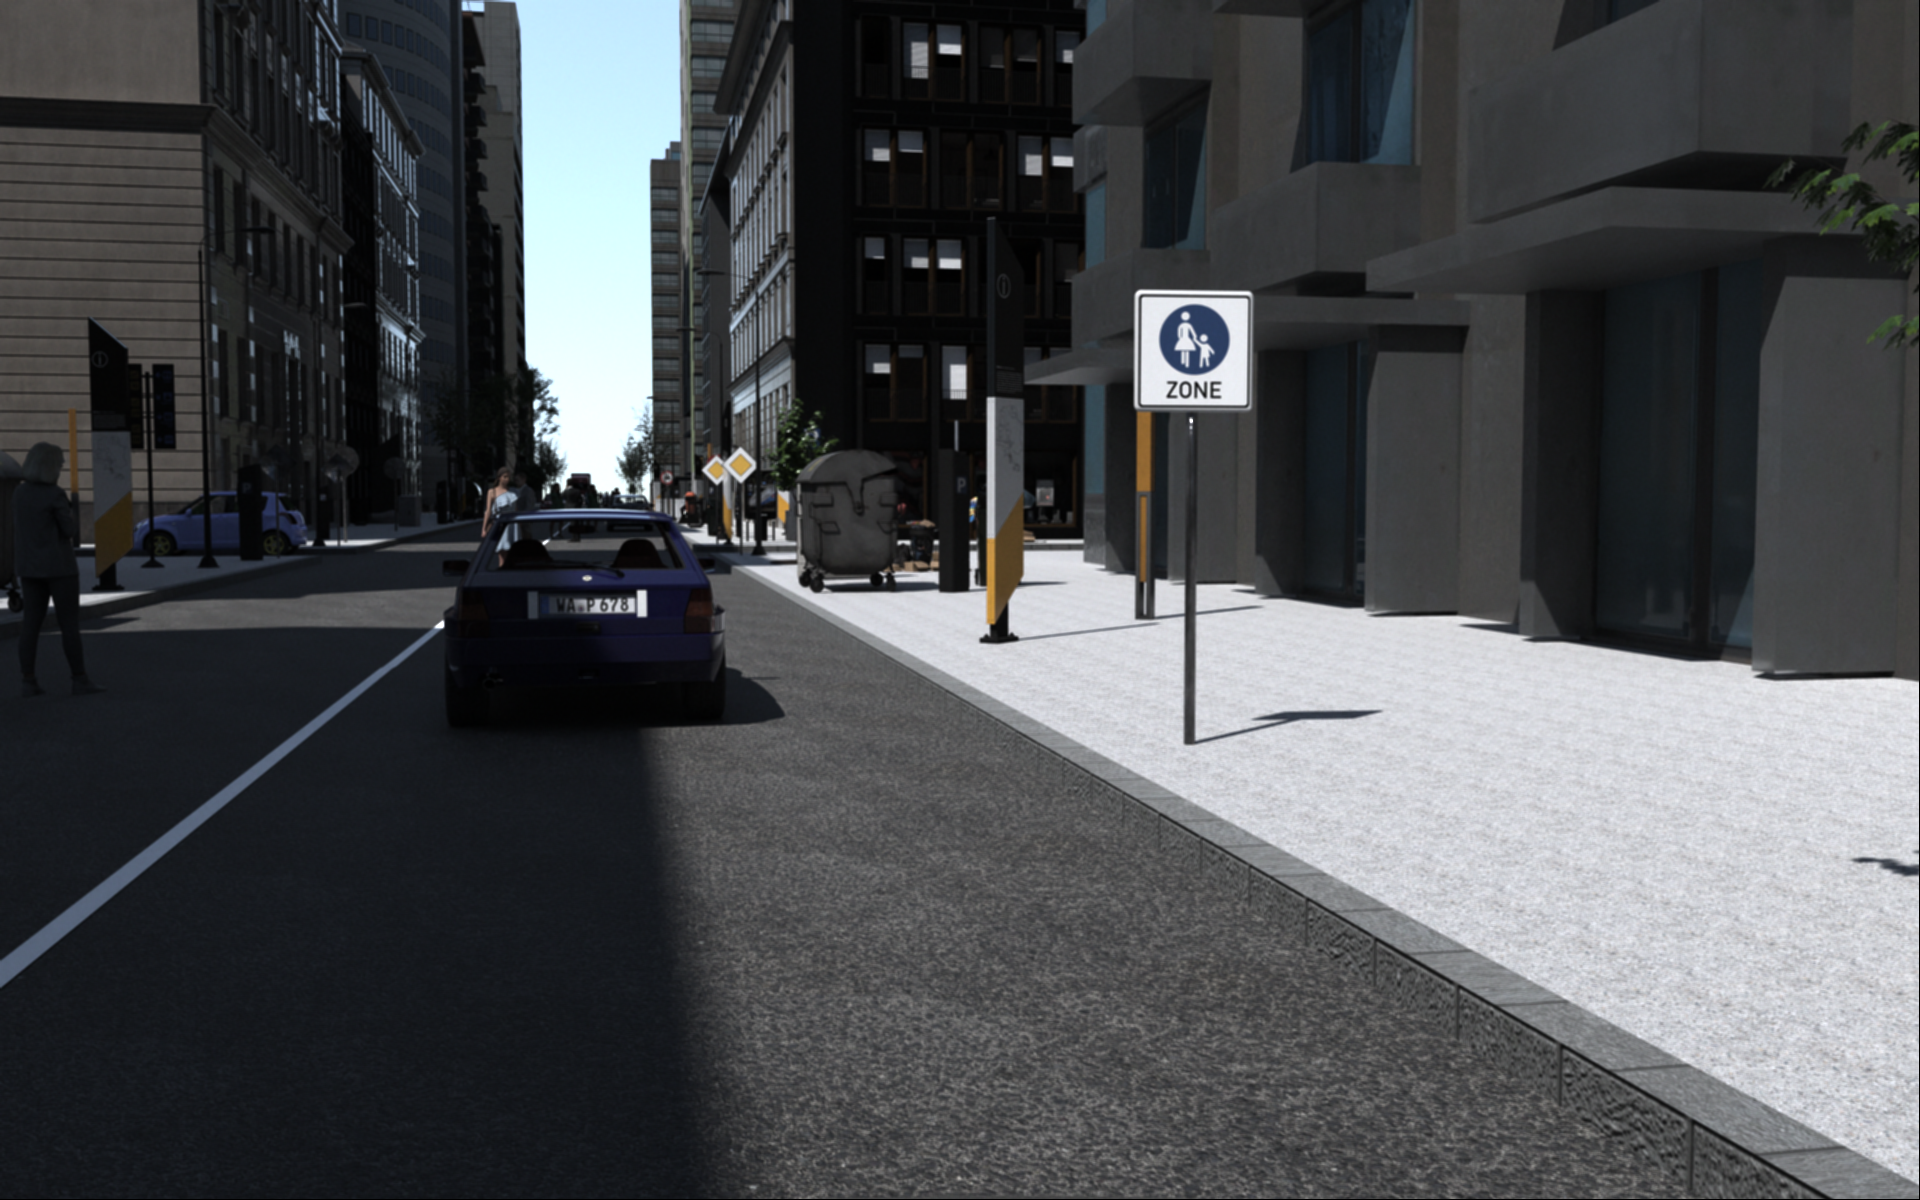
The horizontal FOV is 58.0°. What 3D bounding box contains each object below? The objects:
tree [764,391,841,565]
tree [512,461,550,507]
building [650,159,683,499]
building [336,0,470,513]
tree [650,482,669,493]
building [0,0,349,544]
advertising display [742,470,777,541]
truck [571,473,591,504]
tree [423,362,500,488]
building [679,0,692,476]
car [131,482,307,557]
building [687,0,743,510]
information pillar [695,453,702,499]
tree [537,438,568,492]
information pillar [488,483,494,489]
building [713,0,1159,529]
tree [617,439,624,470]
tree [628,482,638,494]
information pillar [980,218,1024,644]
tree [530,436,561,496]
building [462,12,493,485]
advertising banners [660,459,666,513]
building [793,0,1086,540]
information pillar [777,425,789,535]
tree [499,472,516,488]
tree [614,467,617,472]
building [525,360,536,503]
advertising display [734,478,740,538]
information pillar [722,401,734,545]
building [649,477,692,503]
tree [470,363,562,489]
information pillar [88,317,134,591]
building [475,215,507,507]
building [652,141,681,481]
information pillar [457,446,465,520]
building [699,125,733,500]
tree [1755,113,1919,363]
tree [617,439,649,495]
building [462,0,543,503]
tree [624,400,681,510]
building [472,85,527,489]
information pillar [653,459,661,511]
[{"bbox_3d":[-3.061,-2.275,31.795,1.663,3.219,1.824,0,3,0],"label":"tree"},{"bbox_3d":[-43.694,-11.865,177.712,4.285,4.588,4.351,0,3,0],"label":"tree"},{"bbox_3d":[-31.229,-32.507,215.085,14.154,41.232,14.086,-1,4,-12],"label":"building"},{"bbox_3d":[-47.970,-35.704,125.758,21.231,58.520,28.212,-1,4,-12],"label":"building"},{"bbox_3d":[-24.589,-8.944,140.833,1.663,3.219,1.824,0,3,0],"label":"tree"},{"bbox_3d":[-27.246,-15.744,54.676,12.463,27.353,25.104,-1,4,-12],"label":"building"},{"bbox_3d":[-5.435,-2.569,47.210,0.974,1.923,0.123,-3,5,-40],"label":"advertising display"},{"bbox_3d":[-51.867,-15.171,236.963,2.839,4.237,11.283,-1,4,-11],"label":"truck"},{"bbox_3d":[-27.709,-8.877,95.507,4.737,8.622,4.395,0,3,0],"label":"tree"},{"bbox_3d":[-10.773,-34.582,154.646,28.713,52.752,27.495,-1,4,-12],"label":"building"},{"bbox_3d":[-16.794,-1.816,39.277,3.694,1.707,1.945,-1,4,-13],"label":"car"},{"bbox_3d":[-13.773,-27.486,132.982,14.154,41.232,14.086,-1,4,-12],"label":"building"},{"bbox_3d":[-15.072,-6.630,99.754,0.183,3.616,0.504,3,5,43],"label":"information pillar"},{"bbox_3d":[-53.399,-16.904,226.749,4.737,8.622,4.395,0,3,0],"label":"tree"},{"bbox_3d":[-31.021,-6.745,114.773,0.304,2.012,0.304,2,4,28],"label":"information pillar"},{"bbox_3d":[-1.631,-14.793,75.148,16.112,22.955,30.059,-1,4,-12],"label":"building"},{"bbox_3d":[-40.540,-16.182,214.940,4.360,8.622,3.978,0,3,0],"label":"tree"},{"bbox_3d":[-47.097,-15.530,248.523,1.663,3.219,1.824,0,3,0],"label":"tree"},{"bbox_3d":[0.386,-1.445,14.973,0.183,3.616,0.504,2,4,34],"label":"information pillar"},{"bbox_3d":[-51.960,-16.312,217.067,4.360,8.622,3.978,0,3,0],"label":"tree"},{"bbox_3d":[-53.762,-30.551,154.132,22.147,44.769,28.867,-1,4,-12],"label":"building"},{"bbox_3d":[-14.532,-5.426,84.909,0.090,3.025,2.074,0,4,-3],"label":"advertising banners"},{"bbox_3d":[3.339,-13.744,54.391,15.834,23.373,12.332,-1,4,-12],"label":"building"},{"bbox_3d":[-5.468,-3.843,54.196,0.504,3.616,0.183,2,4,25],"label":"information pillar"},{"bbox_3d":[-34.513,-8.367,131.409,1.663,3.219,1.824,0,3,0],"label":"tree"},{"bbox_3d":[-48.697,-18.647,255.232,4.737,8.622,4.395,0,3,0],"label":"tree"},{"bbox_3d":[-71.902,-23.709,232.688,27.650,21.520,28.899,-1,4,-12],"label":"building"},{"bbox_3d":[-6.566,-2.820,51.326,0.123,1.923,0.974,-1,4,-14],"label":"advertising display"},{"bbox_3d":[-5.869,-3.199,43.665,0.183,3.616,0.504,-2,4,-23],"label":"information pillar"},{"bbox_3d":[-31.346,-35.086,265.535,32.217,40.220,23.993,-1,4,-12],"label":"building"},{"bbox_3d":[-35.104,-12.916,136.935,9.928,11.665,9.643,0,3,0],"label":"tree"},{"bbox_3d":[-11.274,-1.935,22.984,0.504,3.616,0.183,0,4,-2],"label":"information pillar"},{"bbox_3d":[-53.945,-24.753,176.420,14.160,30.474,14.107,-1,4,-12],"label":"building"},{"bbox_3d":[-30.389,-37.804,237.704,23.786,49.044,30.456,-1,4,-12],"label":"building"},{"bbox_3d":[-24.201,-5.668,84.033,0.504,3.616,0.183,3,4,39],"label":"information pillar"},{"bbox_3d":[-7.728,-17.456,104.474,14.314,24.678,30.058,-1,4,-12],"label":"building"},{"bbox_3d":[3.136,-0.585,4.166,1.663,3.219,1.824,0,3,0],"label":"tree"},{"bbox_3d":[-43.516,-17.334,233.778,4.737,8.622,4.395,0,3,0],"label":"tree"},{"bbox_3d":[-72.892,-50.027,256.188,20.563,71.187,20.611,-1,4,-12],"label":"building"},{"bbox_3d":[-23.776,-11.268,134.600,4.360,8.622,3.978,0,3,0],"label":"tree"},{"bbox_3d":[-63.728,-35.725,207.807,21.300,48.544,21.600,-1,4,-12],"label":"building"},{"bbox_3d":[-20.365,-7.643,116.319,0.504,3.616,0.183,-2,4,-34],"label":"information pillar"}]
